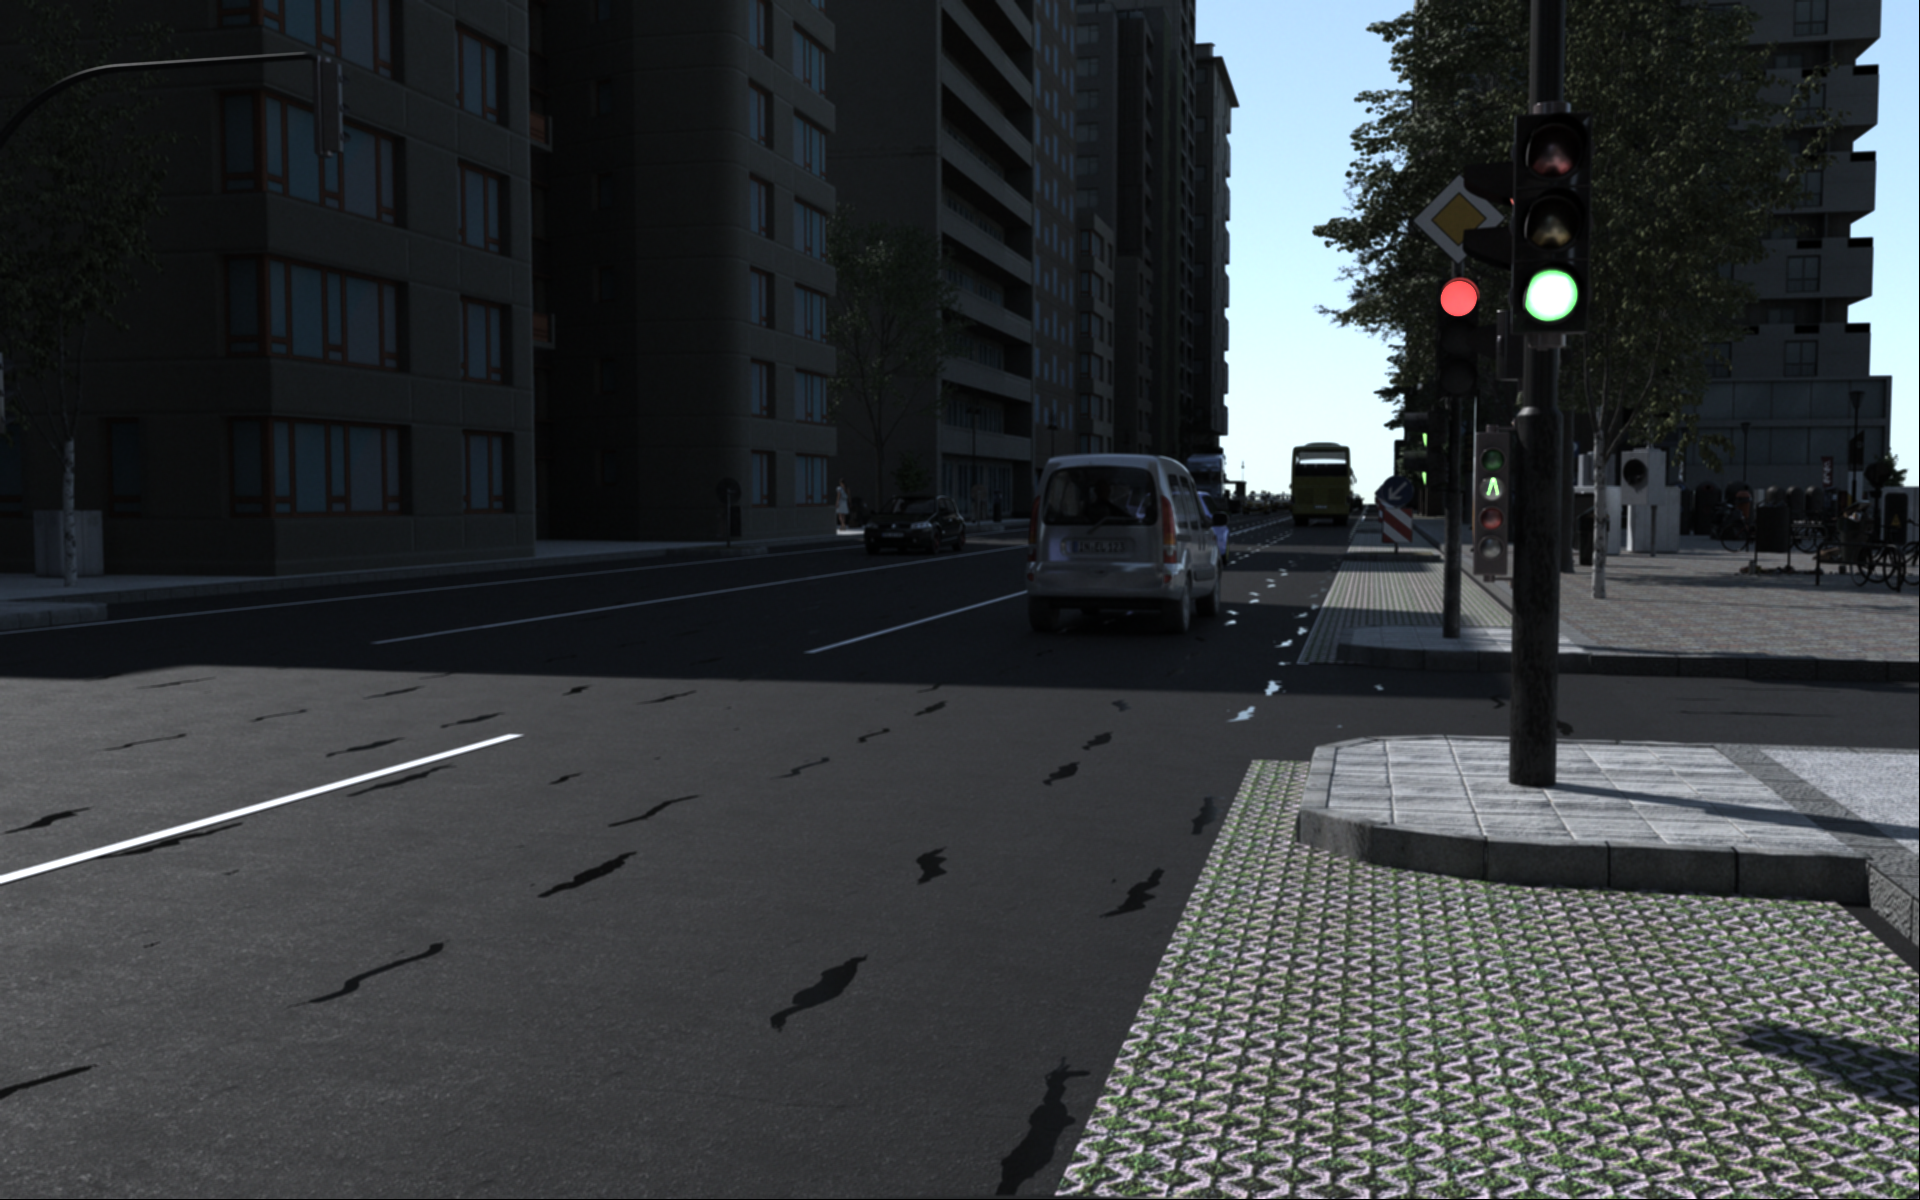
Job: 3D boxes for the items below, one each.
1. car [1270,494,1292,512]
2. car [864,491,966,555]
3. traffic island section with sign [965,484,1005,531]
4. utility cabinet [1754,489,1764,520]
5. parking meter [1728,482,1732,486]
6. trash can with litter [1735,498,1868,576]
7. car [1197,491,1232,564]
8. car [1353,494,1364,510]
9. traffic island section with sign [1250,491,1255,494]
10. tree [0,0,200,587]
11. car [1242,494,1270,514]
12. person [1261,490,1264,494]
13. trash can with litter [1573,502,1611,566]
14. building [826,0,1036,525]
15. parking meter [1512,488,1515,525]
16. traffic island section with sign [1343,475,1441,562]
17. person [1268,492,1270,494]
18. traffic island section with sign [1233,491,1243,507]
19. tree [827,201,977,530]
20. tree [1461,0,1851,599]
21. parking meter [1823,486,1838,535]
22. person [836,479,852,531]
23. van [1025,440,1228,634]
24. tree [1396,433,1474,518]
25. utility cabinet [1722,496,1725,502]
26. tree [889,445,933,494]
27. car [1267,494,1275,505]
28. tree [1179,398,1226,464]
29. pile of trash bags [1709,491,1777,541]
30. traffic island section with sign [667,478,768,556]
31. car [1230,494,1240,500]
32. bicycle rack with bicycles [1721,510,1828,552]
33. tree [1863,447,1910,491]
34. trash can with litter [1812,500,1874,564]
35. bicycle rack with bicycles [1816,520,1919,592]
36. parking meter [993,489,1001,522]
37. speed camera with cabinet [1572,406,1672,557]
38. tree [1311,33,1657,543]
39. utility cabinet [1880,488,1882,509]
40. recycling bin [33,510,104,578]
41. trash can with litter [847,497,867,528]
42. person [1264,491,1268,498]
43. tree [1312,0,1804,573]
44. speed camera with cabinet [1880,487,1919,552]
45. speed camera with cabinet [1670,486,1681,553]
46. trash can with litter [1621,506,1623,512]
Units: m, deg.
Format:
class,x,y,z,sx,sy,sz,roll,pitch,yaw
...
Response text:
class,x,y,z,sx,sy,sz,roll,pitch,yaw
car,26.340,-8.013,141.237,2.015,1.641,3.980,1,4,15
car,-1.073,-1.992,42.358,2.009,1.686,4.222,1,4,14
traffic island section with sign,0.672,-3.605,67.571,1.989,1.847,2.006,1,4,13
utility cabinet,37.881,-4.501,82.273,0.318,1.500,1.173,3,4,36
parking meter,37.005,-4.736,83.146,0.255,1.863,0.399,3,4,36
trash can with litter,13.491,-1.023,27.787,2.233,1.210,1.678,1,4,11
car,4.406,-1.528,34.582,1.945,1.707,3.694,1,4,14
car,34.625,-8.636,153.001,2.131,1.459,4.920,1,4,13
traffic island section with sign,37.686,-13.086,222.582,1.989,1.847,2.006,1,4,13
tree,-12.538,-4.493,23.831,4.737,8.622,4.395,0,3,0
car,21.082,-6.904,123.105,2.015,1.641,3.980,1,4,15
person,31.323,-10.445,179.254,1.348,1.826,0.705,-2,4,-24
trash can with litter,11.108,-1.204,31.076,1.055,1.170,0.624,1,4,17
building,-8.867,-28.004,81.575,21.300,48.544,21.600,1,4,13
parking meter,22.973,-3.863,71.576,0.372,1.533,0.369,0,3,0
traffic island section with sign,9.280,-1.750,37.236,1.989,1.847,2.006,1,4,13
person,39.309,-12.927,220.516,0.551,1.740,0.621,-3,5,-40
traffic island section with sign,31.298,-11.450,195.835,1.989,1.847,2.006,1,4,13
tree,-2.936,-8.333,61.993,9.928,11.665,9.643,0,3,0
tree,7.921,-4.308,20.790,4.737,8.622,4.395,0,3,0
parking meter,26.371,-2.696,52.484,0.372,1.533,0.369,0,3,0
person,-4.026,-3.301,60.102,0.616,1.811,0.778,-1,4,-21
van,1.912,-0.752,19.308,2.013,2.044,4.112,1,4,15
tree,26.134,-6.972,97.707,4.285,4.588,4.351,0,3,0
utility cabinet,25.804,-2.879,58.233,1.020,1.237,0.306,3,5,40
tree,-1.966,-4.534,68.735,1.663,3.219,1.824,0,3,0
car,35.283,-11.374,197.767,2.131,1.459,4.920,1,4,12
tree,22.163,-14.277,167.844,7.601,10.594,8.767,0,4,-1
pile of trash bags,22.268,-2.406,49.094,1.912,1.369,3.447,1,4,20
traffic island section with sign,-5.651,-1.982,41.039,1.989,1.847,2.006,1,4,13
car,22.790,-8.369,147.054,2.015,1.641,3.980,1,4,15
bicycle rack with bicycles,18.612,-1.496,37.848,2.852,0.926,2.925,-2,4,-35
tree,37.844,-4.645,70.549,1.663,3.219,1.824,0,3,0
trash can with litter,16.133,-1.243,31.704,0.624,1.170,1.055,-2,4,-26
bicycle rack with bicycles,13.167,-0.635,23.766,2.852,0.926,2.925,0,4,-5
parking meter,1.697,-4.300,78.723,0.372,1.533,0.369,0,3,0
speed camera with cabinet,13.571,-2.540,35.873,0.660,3.252,2.038,-2,4,-30
tree,14.585,-8.302,46.115,12.009,13.543,11.850,0,3,0
utility cabinet,36.029,-3.539,66.547,1.173,1.500,0.318,2,4,31
recycling bin,-13.816,-0.875,26.853,0.722,1.027,0.722,2,4,31
trash can with litter,-3.926,-3.324,65.733,0.624,1.170,1.055,0,4,6
person,26.512,-8.621,150.380,0.541,1.710,0.530,-2,4,-28
tree,9.725,-6.739,28.307,7.486,12.596,7.792,0,3,0
speed camera with cabinet,21.328,-2.682,38.179,0.660,3.252,2.038,-1,4,-15
speed camera with cabinet,14.631,-2.663,37.875,2.038,3.252,0.660,1,4,9
trash can with litter,17.562,-2.155,46.623,0.624,1.170,1.055,1,4,15
